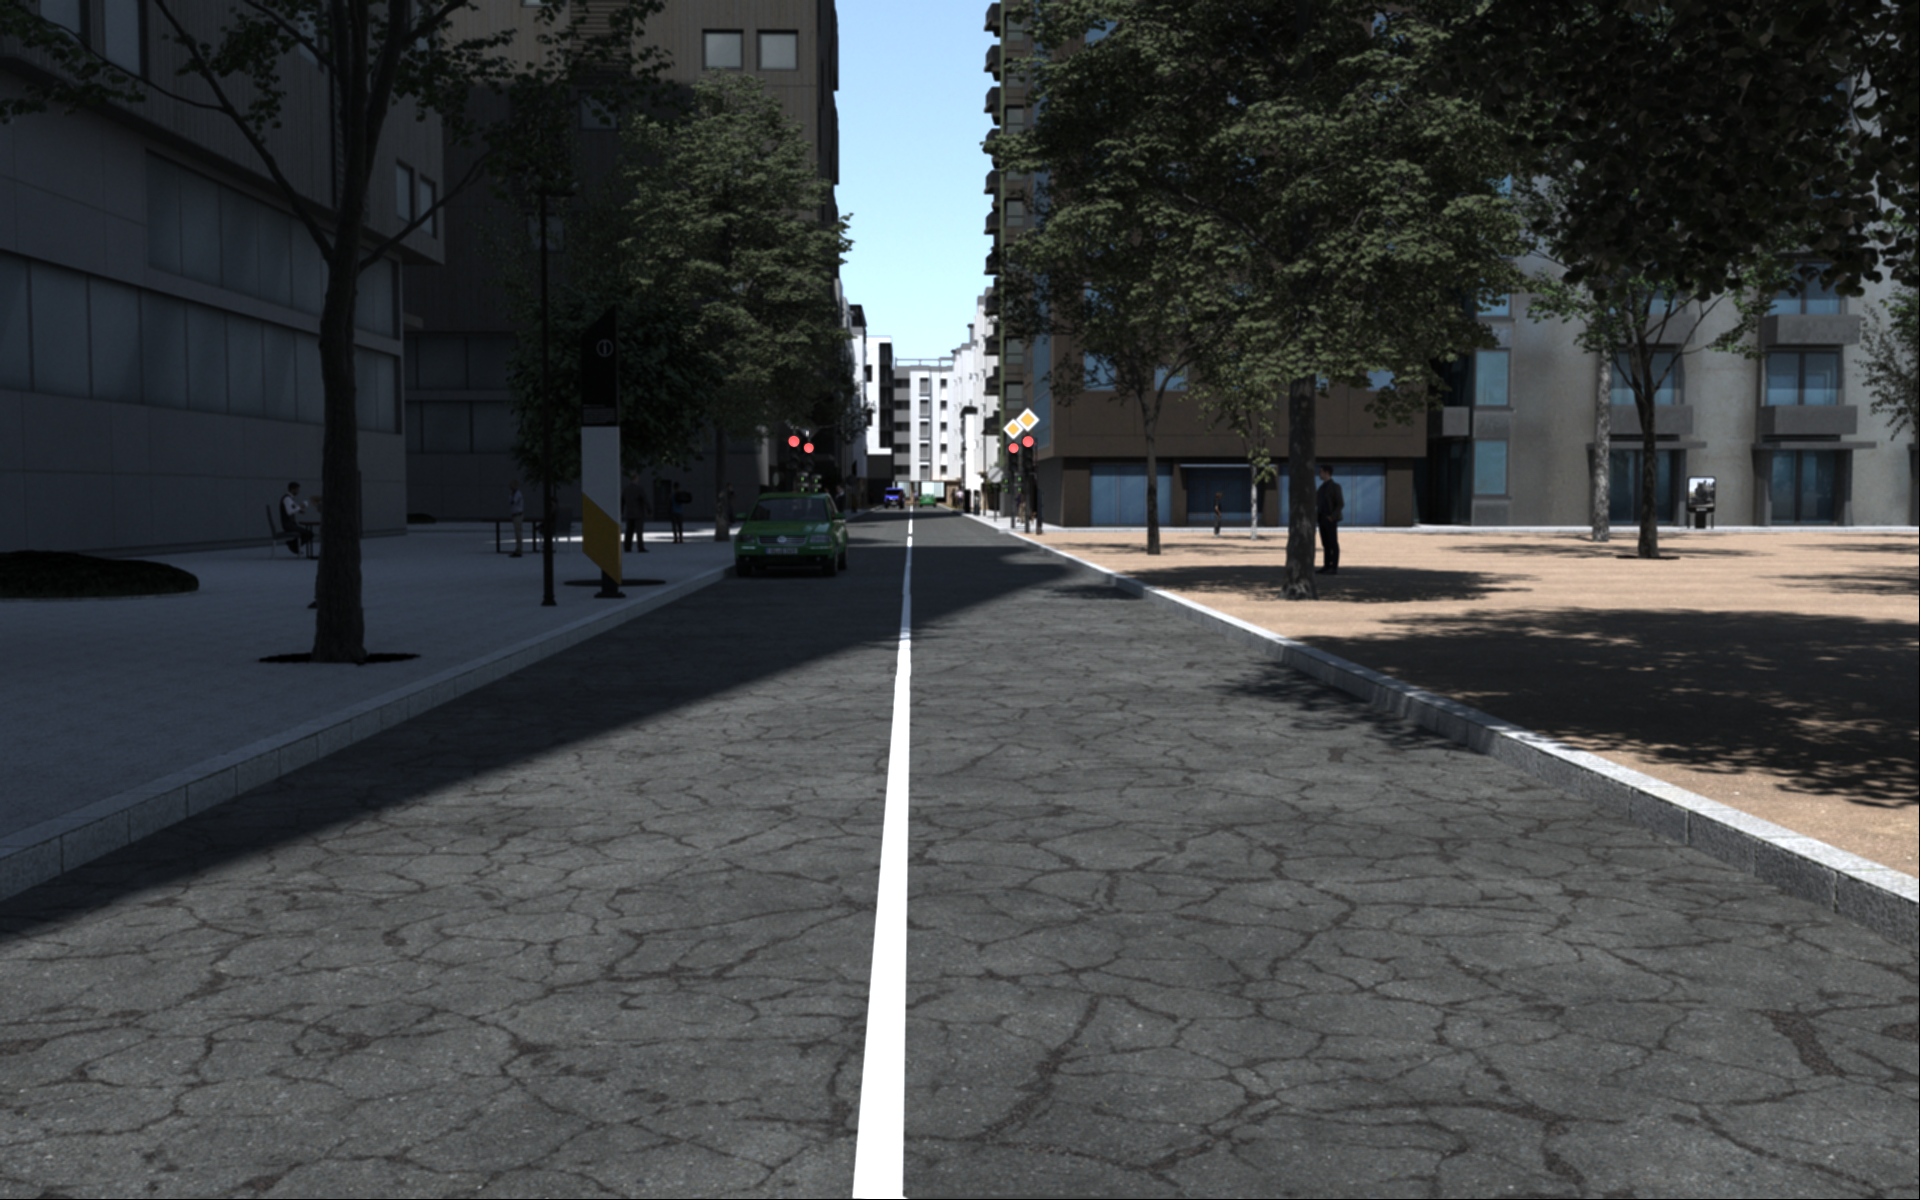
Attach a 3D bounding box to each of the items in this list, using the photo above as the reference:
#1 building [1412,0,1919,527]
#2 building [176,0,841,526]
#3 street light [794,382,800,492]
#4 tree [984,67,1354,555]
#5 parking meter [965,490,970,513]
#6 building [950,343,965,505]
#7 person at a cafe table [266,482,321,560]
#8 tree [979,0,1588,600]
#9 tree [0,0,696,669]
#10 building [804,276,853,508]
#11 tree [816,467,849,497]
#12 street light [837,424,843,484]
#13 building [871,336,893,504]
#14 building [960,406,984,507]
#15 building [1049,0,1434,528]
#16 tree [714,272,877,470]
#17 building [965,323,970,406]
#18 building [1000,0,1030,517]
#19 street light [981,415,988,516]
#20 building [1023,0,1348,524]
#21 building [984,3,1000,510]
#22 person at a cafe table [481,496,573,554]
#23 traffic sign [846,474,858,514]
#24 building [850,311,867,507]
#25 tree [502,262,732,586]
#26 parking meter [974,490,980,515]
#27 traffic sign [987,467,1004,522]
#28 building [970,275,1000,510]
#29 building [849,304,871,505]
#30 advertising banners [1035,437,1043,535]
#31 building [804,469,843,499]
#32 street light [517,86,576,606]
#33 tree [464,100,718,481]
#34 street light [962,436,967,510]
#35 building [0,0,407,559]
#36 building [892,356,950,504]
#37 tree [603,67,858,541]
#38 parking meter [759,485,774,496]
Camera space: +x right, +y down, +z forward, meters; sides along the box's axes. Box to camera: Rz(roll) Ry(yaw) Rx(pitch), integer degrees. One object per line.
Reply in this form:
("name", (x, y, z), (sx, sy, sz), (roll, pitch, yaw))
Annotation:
("building", (32.641, -27.954, 76.649), (30.456, 49.044, 23.786), (0, 4, -2))
("building", (-20.145, -30.595, 89.471), (28.713, 52.752, 27.495), (0, 4, -2))
("street light", (-6.089, -5.615, 64.592), (0.468, 5.910, 1.993), (0, 4, -2))
("tree", (4.216, -6.250, 36.595), (8.767, 10.594, 7.601), (1, 4, 17))
("parking meter", (0.508, -6.552, 115.536), (0.372, 1.533, 0.369), (0, 3, 0))
("building", (7.310, -20.859, 197.456), (16.016, 20.091, 11.380), (0, 4, -2))
("person at a cafe table", (-12.842, -1.576, 34.285), (1.622, 1.524, 1.698), (-2, 4, -25))
("tree", (4.112, -6.312, 21.328), (7.486, 12.596, 7.792), (0, 3, 0))
("tree", (-4.615, -5.332, 12.940), (9.928, 11.665, 9.643), (0, 3, 0))
("building", (-18.518, -17.645, 154.950), (16.747, 18.905, 31.486), (0, 4, -2))
("tree", (-8.030, -6.834, 106.343), (1.663, 3.219, 1.824), (0, 3, 0))
("street light", (-7.077, -7.894, 101.858), (0.468, 5.910, 1.993), (0, 4, -2))
("building", (-25.533, -24.054, 237.258), (32.646, 21.610, 27.936), (0, 4, -2))
("building", (4.936, -13.664, 165.556), (9.099, 9.664, 28.070), (0, 4, -2))
("building", (10.453, -25.764, 71.352), (14.200, 45.320, 14.600), (0, 4, -2))
("tree", (-7.047, -8.446, 72.500), (7.601, 10.594, 8.767), (0, 4, -8))
("building", (9.017, -20.154, 185.936), (16.016, 20.091, 11.380), (0, 4, -2))
("building", (9.297, -25.618, 102.450), (14.154, 41.232, 14.086), (0, 4, -2))
("street light", (1.439, -7.865, 101.377), (0.468, 5.910, 1.993), (0, 4, -2))
("building", (10.616, -26.797, 88.240), (14.600, 45.320, 14.200), (0, 4, -2))
("building", (13.002, -28.744, 124.593), (22.147, 44.769, 28.867), (0, 4, -2))
("person at a cafe table", (-9.182, -1.644, 37.744), (1.726, 1.238, 1.698), (2, 4, 35))
("traffic sign", (-7.016, -6.860, 112.271), (0.768, 2.556, 0.104), (0, 4, 1))
("building", (-17.538, -19.600, 176.872), (16.016, 20.091, 11.380), (0, 4, -2))
("tree", (-4.912, -2.498, 24.551), (4.285, 4.588, 4.351), (0, 3, 0))
("parking meter", (1.013, -5.866, 104.323), (0.372, 1.533, 0.369), (0, 3, 0))
("traffic sign", (1.643, -4.917, 80.496), (0.768, 2.556, 0.104), (0, 4, 7))
("building", (9.244, -17.690, 145.659), (16.016, 20.091, 11.380), (0, 4, -2))
("building", (-27.271, -21.787, 200.184), (32.646, 21.610, 27.936), (0, 4, -2))
("advertising banners", (2.467, -3.566, 54.497), (0.090, 3.025, 2.074), (1, 4, 9))
("building", (-24.752, -26.394, 123.420), (32.217, 40.220, 23.993), (0, 4, -2))
("street light", (-4.730, -2.872, 19.751), (0.468, 5.910, 1.993), (0, 4, -2))
("tree", (-6.614, -4.970, 31.615), (4.737, 8.622, 4.395), (0, 3, 0))
("street light", (0.355, -10.144, 138.641), (0.468, 5.910, 1.993), (0, 4, -2))
("building", (-29.204, -27.636, 41.093), (27.495, 52.752, 28.713), (0, 4, -2))
("building", (-3.374, -22.990, 232.305), (11.380, 20.091, 16.016), (0, 4, -2))
("tree", (-6.111, -7.854, 46.547), (7.486, 12.596, 7.792), (0, 3, 0))
("parking meter", (-5.237, -2.350, 46.837), (0.372, 1.533, 0.369), (0, 3, 0))
